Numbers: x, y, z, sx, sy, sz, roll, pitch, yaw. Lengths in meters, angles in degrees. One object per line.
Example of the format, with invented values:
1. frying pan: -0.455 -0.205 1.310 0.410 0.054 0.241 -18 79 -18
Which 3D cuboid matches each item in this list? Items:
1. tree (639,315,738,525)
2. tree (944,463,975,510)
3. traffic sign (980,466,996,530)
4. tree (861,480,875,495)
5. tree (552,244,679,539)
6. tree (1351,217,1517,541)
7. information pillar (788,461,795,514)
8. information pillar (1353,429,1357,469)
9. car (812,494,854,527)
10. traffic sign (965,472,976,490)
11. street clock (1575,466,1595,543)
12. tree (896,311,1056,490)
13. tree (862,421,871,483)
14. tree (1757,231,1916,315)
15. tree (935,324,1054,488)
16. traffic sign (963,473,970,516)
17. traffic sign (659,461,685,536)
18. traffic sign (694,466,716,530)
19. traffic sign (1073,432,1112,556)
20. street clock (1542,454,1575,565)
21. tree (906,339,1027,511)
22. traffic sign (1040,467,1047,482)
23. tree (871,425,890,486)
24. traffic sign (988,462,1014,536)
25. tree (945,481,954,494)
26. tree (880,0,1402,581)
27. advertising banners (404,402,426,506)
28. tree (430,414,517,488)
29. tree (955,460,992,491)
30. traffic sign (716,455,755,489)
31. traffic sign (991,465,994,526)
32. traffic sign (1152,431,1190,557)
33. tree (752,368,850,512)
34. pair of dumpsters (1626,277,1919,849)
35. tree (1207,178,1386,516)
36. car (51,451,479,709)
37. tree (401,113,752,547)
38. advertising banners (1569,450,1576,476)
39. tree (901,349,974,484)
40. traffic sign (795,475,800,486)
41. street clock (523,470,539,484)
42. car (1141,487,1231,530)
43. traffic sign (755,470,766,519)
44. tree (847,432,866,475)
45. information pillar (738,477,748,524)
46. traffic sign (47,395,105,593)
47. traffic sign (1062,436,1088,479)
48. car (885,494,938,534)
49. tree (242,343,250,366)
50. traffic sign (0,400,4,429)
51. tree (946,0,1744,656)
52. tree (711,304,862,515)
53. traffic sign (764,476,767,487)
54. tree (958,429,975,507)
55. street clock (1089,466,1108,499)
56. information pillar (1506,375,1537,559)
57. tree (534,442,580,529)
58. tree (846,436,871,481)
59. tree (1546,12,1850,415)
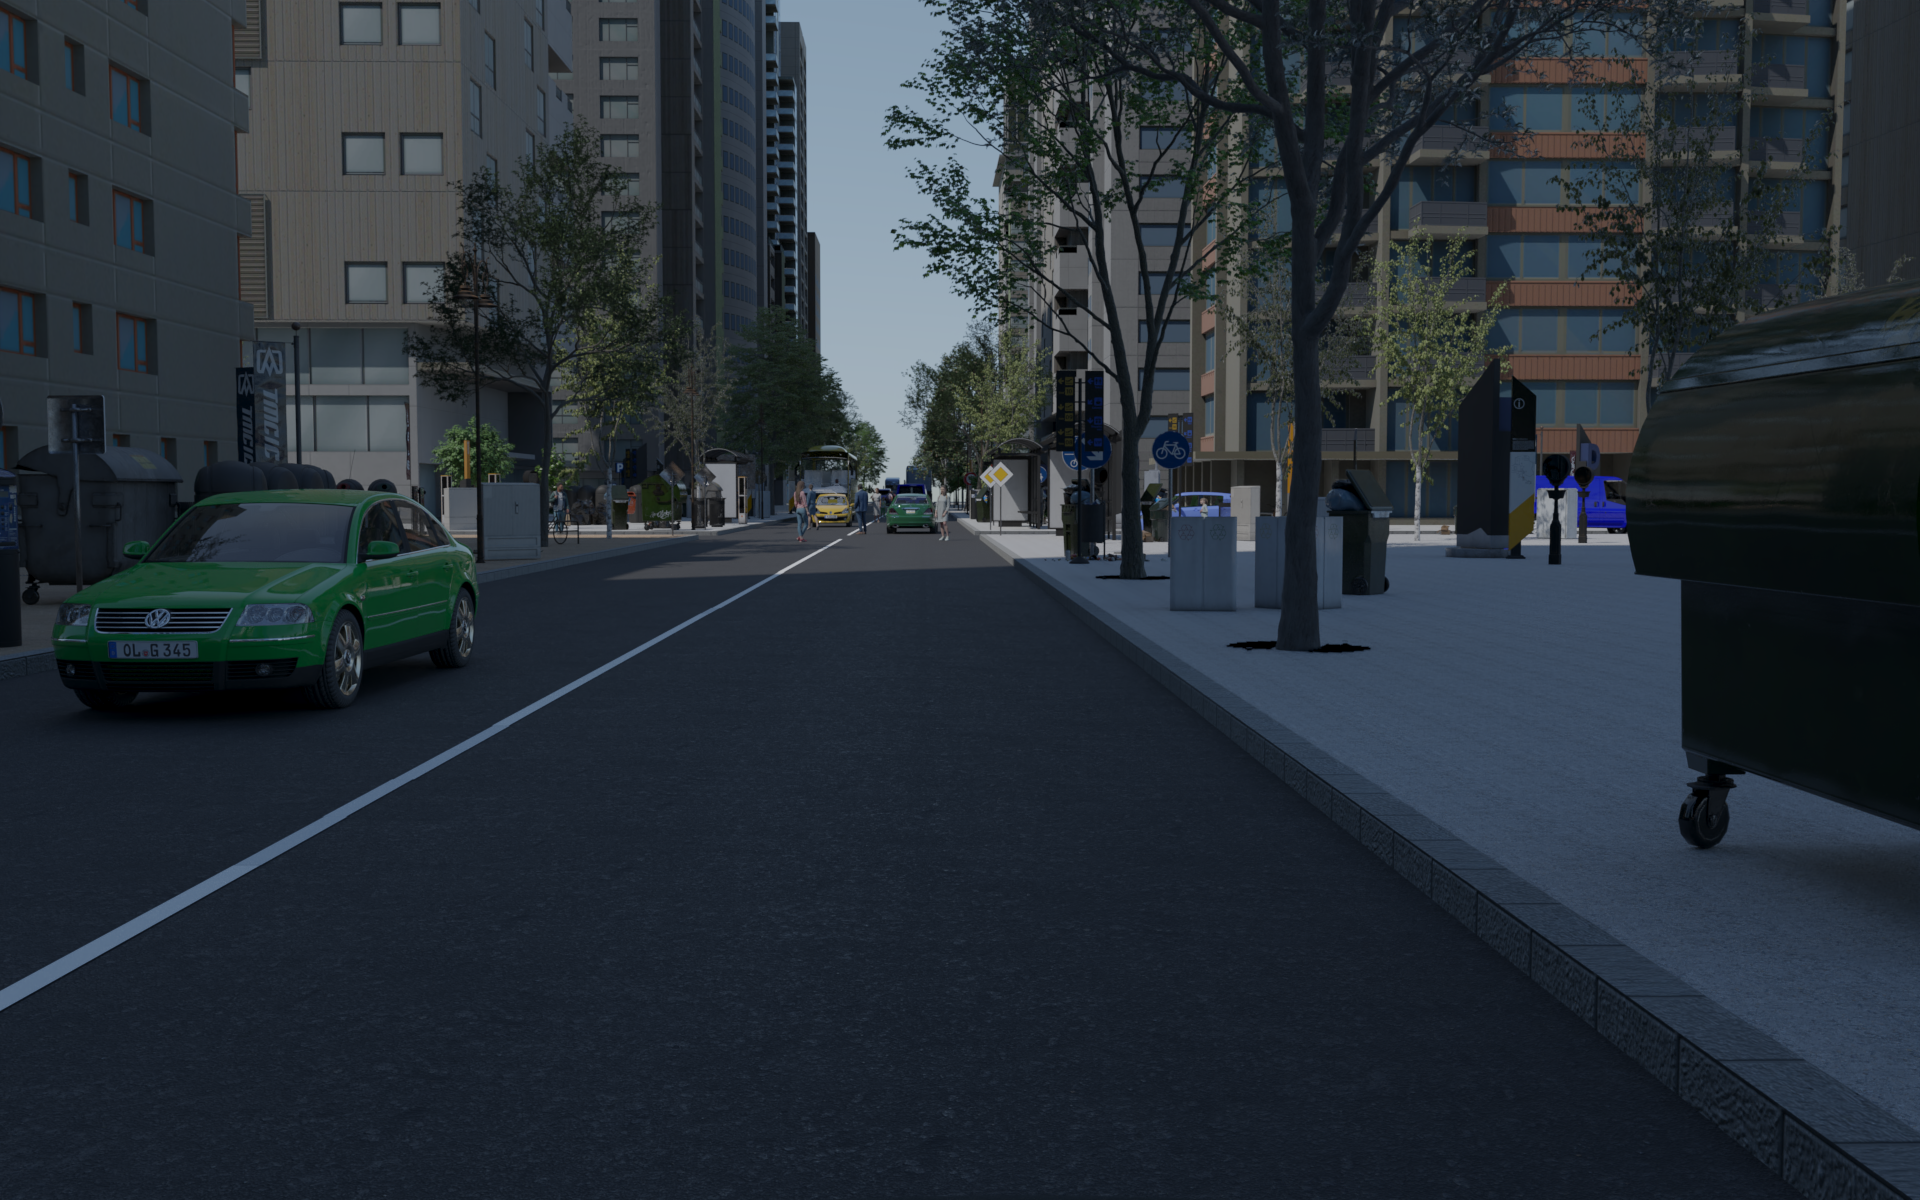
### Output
1. tree: -10.862 -7.342 70.406 4.360 8.622 3.978 0 3 0
2. tree: 0.259 -9.537 139.649 4.285 4.588 4.351 0 3 0
3. traffic sign: 1.083 -3.534 61.431 0.795 2.450 0.064 0 4 -1
4. tree: -14.936 -17.794 285.528 1.663 3.219 1.824 0 3 0
5. tree: -10.101 -6.087 49.891 4.737 8.622 4.395 0 3 0
6. tree: 12.731 -5.915 47.075 4.737 8.622 4.395 0 3 0
7. information pillar: -10.754 -7.293 110.594 0.183 3.616 0.504 3 5 45
8. information pillar: 14.125 -4.317 61.942 0.183 3.616 0.504 1 4 17
9. car: -5.622 -4.039 76.267 2.015 1.641 3.980 0 4 -2
10. traffic sign: 0.651 -6.176 101.076 0.768 2.556 0.104 0 4 3
11. street clock: 16.253 -2.482 45.147 0.471 2.002 0.358 2 4 35
12. tree: 0.946 -9.444 88.830 8.767 10.594 7.601 -1 4 -11
13. tree: -11.693 -13.080 131.992 7.486 12.596 7.792 0 3 0
14. tree: 26.417 -6.145 50.830 4.360 8.622 3.978 0 3 0
15. tree: 2.038 -7.611 74.810 4.737 8.622 4.395 0 3 0
16. traffic sign: 0.586 -6.244 102.198 0.768 2.556 0.104 0 4 0
17. traffic sign: -8.839 -3.034 53.254 0.795 2.450 0.064 0 4 -1
18. traffic sign: -9.009 -3.523 61.237 0.795 2.450 0.064 0 4 -1
19. traffic sign: 2.653 -2.120 34.761 0.768 2.556 0.104 0 4 4
20. street clock: 10.836 -1.646 31.487 0.471 2.002 0.358 2 4 33
21. tree: 0.745 -12.913 128.129 9.611 12.733 9.660 0 3 0
22. traffic sign: 3.592 -4.850 79.396 0.768 2.556 0.104 0 4 1
23. tree: -14.369 -21.262 265.758 7.486 12.596 7.792 0 3 0
24. traffic sign: 1.254 -3.046 53.448 0.795 2.450 0.064 0 4 -1
25. tree: -1.094 -11.418 181.282 1.663 3.219 1.824 0 3 0
26. tree: 2.664 -6.128 25.948 9.928 11.665 9.643 0 3 0
27. advertising banners: -10.684 -2.310 33.952 0.090 3.025 2.074 0 4 -8
28. tree: -19.971 -5.348 71.159 4.285 4.588 4.351 0 3 0
29. tree: 1.099 -6.233 96.507 1.663 3.219 1.824 0 3 0
30. traffic sign: -11.657 -5.823 89.080 2.265 3.308 0.079 0 4 0
31. traffic sign: 1.362 -4.288 70.120 0.884 2.594 0.081 0 4 6
32. traffic sign: 4.254 -2.136 35.036 0.768 2.556 0.104 0 4 4
33. tree: -11.631 -11.442 121.481 8.767 10.594 7.601 -3 4 -36
34. pair of dumpsters: 3.271 -0.106 4.221 1.574 2.255 4.437 0 4 -1
35. tree: 7.883 -5.562 41.302 4.360 8.622 3.978 0 3 0
36. car: -4.971 -0.255 12.961 1.959 1.807 4.718 0 4 0
37. tree: -9.824 -6.574 41.900 7.601 10.594 8.767 -1 4 -19
38. advertising banners: 23.960 -4.445 68.858 2.074 3.025 0.090 -3 5 -41
39. tree: -0.506 -22.444 222.846 12.611 20.169 13.585 0 3 0
40. traffic sign: -10.596 -6.937 113.521 0.768 2.556 0.104 0 4 7
41. street clock: -13.144 -2.967 53.087 0.358 2.002 0.471 2 4 29
42. car: 7.672 -2.993 58.530 3.694 1.707 1.945 0 4 -2
43. traffic sign: -10.502 -5.530 90.519 0.768 2.556 0.104 0 4 4
44. tree: -12.938 -15.595 205.345 4.360 8.622 3.978 0 3 0
45. information pillar: -9.263 -4.246 73.912 0.304 2.012 0.304 1 4 13
46. traffic sign: -9.153 -0.968 17.961 0.606 2.300 0.079 0 4 3
47. traffic sign: 2.611 -2.315 37.957 0.768 2.556 0.104 0 4 -1
48. car: -1.743 -3.196 64.045 2.131 1.459 4.920 0 4 0
49. tree: -29.635 -7.205 68.160 4.737 8.622 4.395 0 3 0
50. traffic sign: -10.943 -1.164 19.133 0.768 2.556 0.104 0 4 0
51. tree: 2.904 -6.325 13.785 12.009 13.543 11.850 0 3 0
52. tree: -10.933 -11.367 103.975 7.486 12.596 7.792 0 3 0
53. traffic sign: -10.997 -5.743 96.023 0.606 2.300 0.079 0 4 4
54. tree: 0.499 -13.367 168.909 4.360 8.622 3.978 0 3 0
55. street clock: 3.597 -2.473 45.006 0.471 2.002 0.358 -1 4 -12
56. information pillar: 11.083 -2.619 34.172 0.504 3.616 0.183 0 4 4
57. tree: -14.921 -4.261 64.262 1.663 3.219 1.824 0 3 0
58. tree: -13.153 -16.065 213.029 4.737 8.622 4.395 0 3 0
59. tree: 11.072 -4.659 26.545 4.360 8.622 3.978 0 3 0
